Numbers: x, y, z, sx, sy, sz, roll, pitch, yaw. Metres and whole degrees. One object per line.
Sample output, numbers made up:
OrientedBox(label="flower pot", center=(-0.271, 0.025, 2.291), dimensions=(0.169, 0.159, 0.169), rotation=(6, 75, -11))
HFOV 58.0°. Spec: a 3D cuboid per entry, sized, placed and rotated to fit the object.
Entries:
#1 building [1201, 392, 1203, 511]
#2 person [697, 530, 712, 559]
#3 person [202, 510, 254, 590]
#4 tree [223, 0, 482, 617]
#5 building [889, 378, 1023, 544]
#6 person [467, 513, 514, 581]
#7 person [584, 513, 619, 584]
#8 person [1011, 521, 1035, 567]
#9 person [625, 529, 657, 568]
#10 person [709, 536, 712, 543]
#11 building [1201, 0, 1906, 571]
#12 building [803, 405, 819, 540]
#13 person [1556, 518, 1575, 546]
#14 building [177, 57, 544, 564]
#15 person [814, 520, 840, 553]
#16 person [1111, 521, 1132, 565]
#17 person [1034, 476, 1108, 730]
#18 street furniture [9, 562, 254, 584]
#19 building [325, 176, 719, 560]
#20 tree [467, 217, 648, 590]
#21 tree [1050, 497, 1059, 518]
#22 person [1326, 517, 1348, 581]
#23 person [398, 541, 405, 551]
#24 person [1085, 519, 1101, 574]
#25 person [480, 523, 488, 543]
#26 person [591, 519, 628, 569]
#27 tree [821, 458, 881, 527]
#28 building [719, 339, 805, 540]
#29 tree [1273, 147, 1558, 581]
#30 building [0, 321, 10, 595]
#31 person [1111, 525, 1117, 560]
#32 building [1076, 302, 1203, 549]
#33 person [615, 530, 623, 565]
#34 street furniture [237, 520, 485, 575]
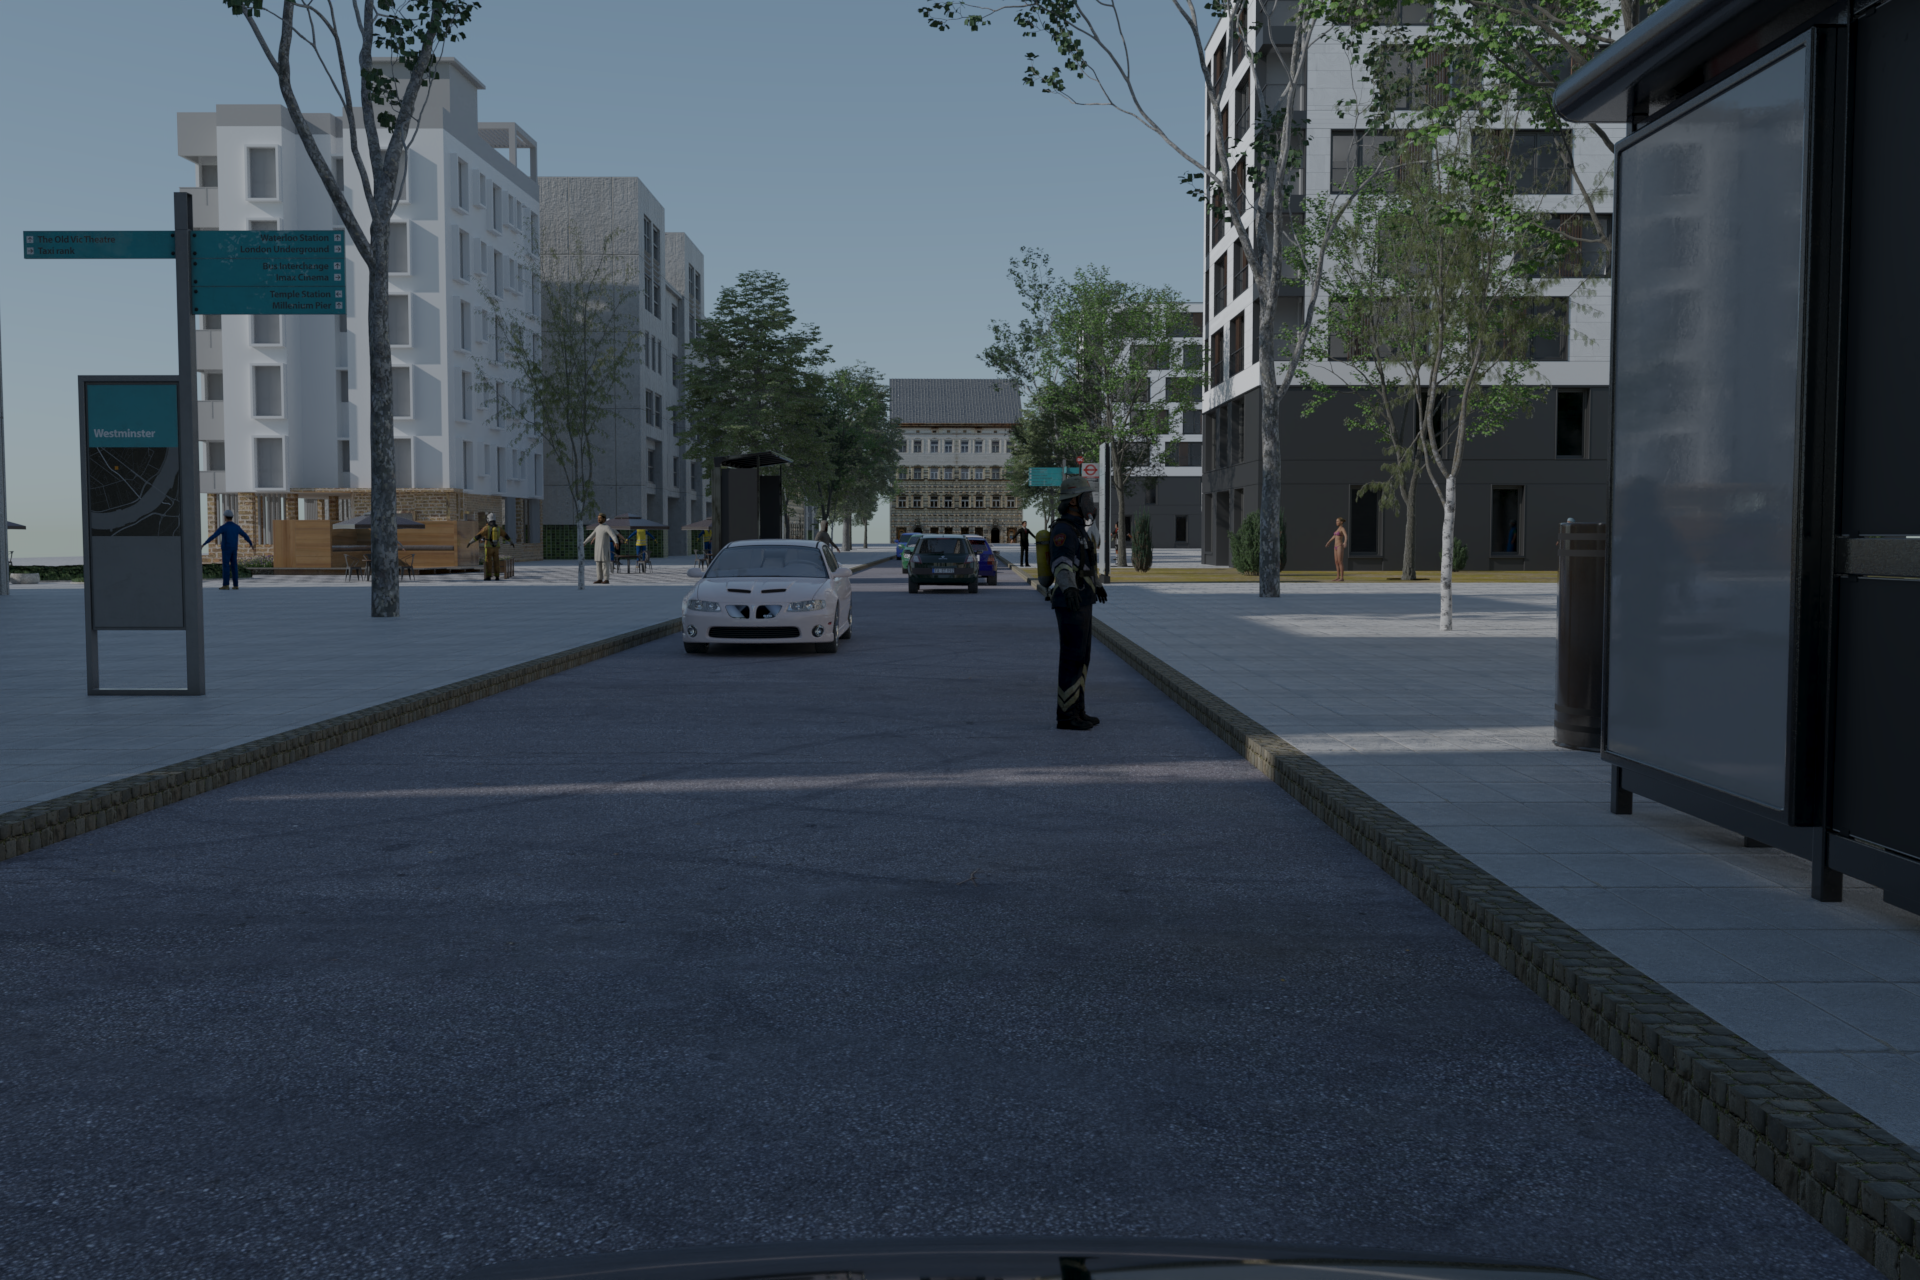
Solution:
OrientedBox(label="building", center=(23.383, -16.696, 129.399), dimensions=(16.016, 20.090, 11.380), rotation=(0, 4, 0))
OrientedBox(label="person", center=(-12.114, -4.727, 83.261), dimensions=(1.349, 1.833, 0.705), rotation=(-3, 5, -42))
OrientedBox(label="person", center=(-16.898, -2.088, 40.023), dimensions=(0.705, 1.842, 1.347), rotation=(3, 4, 36))
OrientedBox(label="tree", center=(-10.406, -10.420, 26.259), dimensions=(12.611, 20.169, 13.585), rotation=(0, 3, 0))
OrientedBox(label="building", center=(-0.859, -25.072, 243.308), dimensions=(18.063, 23.208, 19.493), rotation=(0, 4, -3))
OrientedBox(label="person", center=(-12.866, -2.558, 47.589), dimensions=(1.354, 1.858, 0.705), rotation=(-3, 4, -36))
OrientedBox(label="person", center=(-9.223, -2.354, 44.579), dimensions=(1.344, 1.819, 0.704), rotation=(2, 4, 35))
OrientedBox(label="person", center=(2.538, -3.762, 67.699), dimensions=(1.347, 1.806, 0.705), rotation=(-2, 4, -28))
OrientedBox(label="person", center=(-12.061, -3.612, 65.522), dimensions=(1.216, 1.772, 0.721), rotation=(-1, 4, -13))
OrientedBox(label="person", center=(-10.005, -4.074, 72.883), dimensions=(1.348, 1.796, 0.705), rotation=(2, 4, 24))
OrientedBox(label="building", center=(24.220, -14.166, 75.590), dimensions=(27.936, 21.610, 32.646), rotation=(0, 3, 0))
OrientedBox(label="building", center=(-26.858, -20.909, 208.322), dimensions=(16.747, 18.905, 31.486), rotation=(0, 4, 1))
OrientedBox(label="person", center=(20.176, -3.132, 57.336), dimensions=(0.704, 1.817, 1.347), rotation=(-1, 4, -10))
OrientedBox(label="building", center=(-25.102, -13.074, 70.185), dimensions=(16.016, 20.090, 11.380), rotation=(0, 4, 1))
OrientedBox(label="person", center=(-3.771, -2.437, 48.430), dimensions=(0.705, 1.813, 1.348), rotation=(2, 4, 26))
OrientedBox(label="person", center=(6.697, -4.055, 72.439), dimensions=(1.345, 1.843, 0.704), rotation=(0, 4, 7))
OrientedBox(label="person", center=(0.873, -0.278, 12.784), dimensions=(0.705, 1.856, 1.354), rotation=(1, 4, 13))
OrientedBox(label="street furniture", center=(-24.278, -1.889, 46.512), dimensions=(10.072, 0.657, 5.734), rotation=(-2, 4, -27))
OrientedBox(label="building", center=(-24.477, -14.386, 101.671), dimensions=(16.747, 18.905, 31.486), rotation=(0, 4, -1))
OrientedBox(label="tree", center=(-8.574, -5.480, 39.967), dimensions=(4.360, 8.622, 3.978), rotation=(0, 3, 0))
OrientedBox(label="tree", center=(16.067, -19.678, 239.863), dimensions=(7.486, 12.596, 7.792), rotation=(0, 3, 0))
OrientedBox(label="person", center=(10.251, -2.465, 47.111), dimensions=(0.721, 1.733, 1.217), rotation=(-1, 4, -12))
OrientedBox(label="person", center=(-16.430, -2.481, 49.831), dimensions=(0.991, 1.433, 0.599), rotation=(-3, 5, -39))
OrientedBox(label="person", center=(2.925, -2.034, 40.026), dimensions=(0.721, 1.736, 1.217), rotation=(2, 4, 34))
OrientedBox(label="person", center=(-18.729, -3.785, 68.614), dimensions=(0.721, 1.740, 1.216), rotation=(-2, 4, -35))
OrientedBox(label="person", center=(-12.834, -3.518, 63.368), dimensions=(1.347, 1.847, 0.705), rotation=(0, 4, -5))
OrientedBox(label="tree", center=(-15.625, -20.426, 240.613), dimensions=(9.857, 13.997, 8.962), rotation=(0, 3, 0))
OrientedBox(label="building", center=(-26.550, -21.439, 181.448), dimensions=(19.493, 23.208, 18.063), rotation=(0, 4, 1))
OrientedBox(label="tree", center=(12.462, -7.474, 47.949), dimensions=(9.928, 11.665, 9.643), rotation=(0, 3, 0))
OrientedBox(label="building", center=(-28.517, -9.412, 20.341), dimensions=(16.747, 18.905, 31.486), rotation=(0, 4, 0))
OrientedBox(label="person", center=(7.721, -4.831, 85.127), dimensions=(0.704, 1.812, 1.346), rotation=(1, 4, 21))
OrientedBox(label="building", center=(25.069, -19.877, 168.965), dimensions=(27.936, 21.610, 32.646), rotation=(0, 4, 1))
OrientedBox(label="person", center=(-14.284, -4.068, 72.447), dimensions=(0.705, 1.837, 1.347), rotation=(-1, 4, -18))
OrientedBox(label="street furniture", center=(-19.837, -3.138, 58.154), dimensions=(11.010, 1.723, 9.812), rotation=(0, 4, 6))
